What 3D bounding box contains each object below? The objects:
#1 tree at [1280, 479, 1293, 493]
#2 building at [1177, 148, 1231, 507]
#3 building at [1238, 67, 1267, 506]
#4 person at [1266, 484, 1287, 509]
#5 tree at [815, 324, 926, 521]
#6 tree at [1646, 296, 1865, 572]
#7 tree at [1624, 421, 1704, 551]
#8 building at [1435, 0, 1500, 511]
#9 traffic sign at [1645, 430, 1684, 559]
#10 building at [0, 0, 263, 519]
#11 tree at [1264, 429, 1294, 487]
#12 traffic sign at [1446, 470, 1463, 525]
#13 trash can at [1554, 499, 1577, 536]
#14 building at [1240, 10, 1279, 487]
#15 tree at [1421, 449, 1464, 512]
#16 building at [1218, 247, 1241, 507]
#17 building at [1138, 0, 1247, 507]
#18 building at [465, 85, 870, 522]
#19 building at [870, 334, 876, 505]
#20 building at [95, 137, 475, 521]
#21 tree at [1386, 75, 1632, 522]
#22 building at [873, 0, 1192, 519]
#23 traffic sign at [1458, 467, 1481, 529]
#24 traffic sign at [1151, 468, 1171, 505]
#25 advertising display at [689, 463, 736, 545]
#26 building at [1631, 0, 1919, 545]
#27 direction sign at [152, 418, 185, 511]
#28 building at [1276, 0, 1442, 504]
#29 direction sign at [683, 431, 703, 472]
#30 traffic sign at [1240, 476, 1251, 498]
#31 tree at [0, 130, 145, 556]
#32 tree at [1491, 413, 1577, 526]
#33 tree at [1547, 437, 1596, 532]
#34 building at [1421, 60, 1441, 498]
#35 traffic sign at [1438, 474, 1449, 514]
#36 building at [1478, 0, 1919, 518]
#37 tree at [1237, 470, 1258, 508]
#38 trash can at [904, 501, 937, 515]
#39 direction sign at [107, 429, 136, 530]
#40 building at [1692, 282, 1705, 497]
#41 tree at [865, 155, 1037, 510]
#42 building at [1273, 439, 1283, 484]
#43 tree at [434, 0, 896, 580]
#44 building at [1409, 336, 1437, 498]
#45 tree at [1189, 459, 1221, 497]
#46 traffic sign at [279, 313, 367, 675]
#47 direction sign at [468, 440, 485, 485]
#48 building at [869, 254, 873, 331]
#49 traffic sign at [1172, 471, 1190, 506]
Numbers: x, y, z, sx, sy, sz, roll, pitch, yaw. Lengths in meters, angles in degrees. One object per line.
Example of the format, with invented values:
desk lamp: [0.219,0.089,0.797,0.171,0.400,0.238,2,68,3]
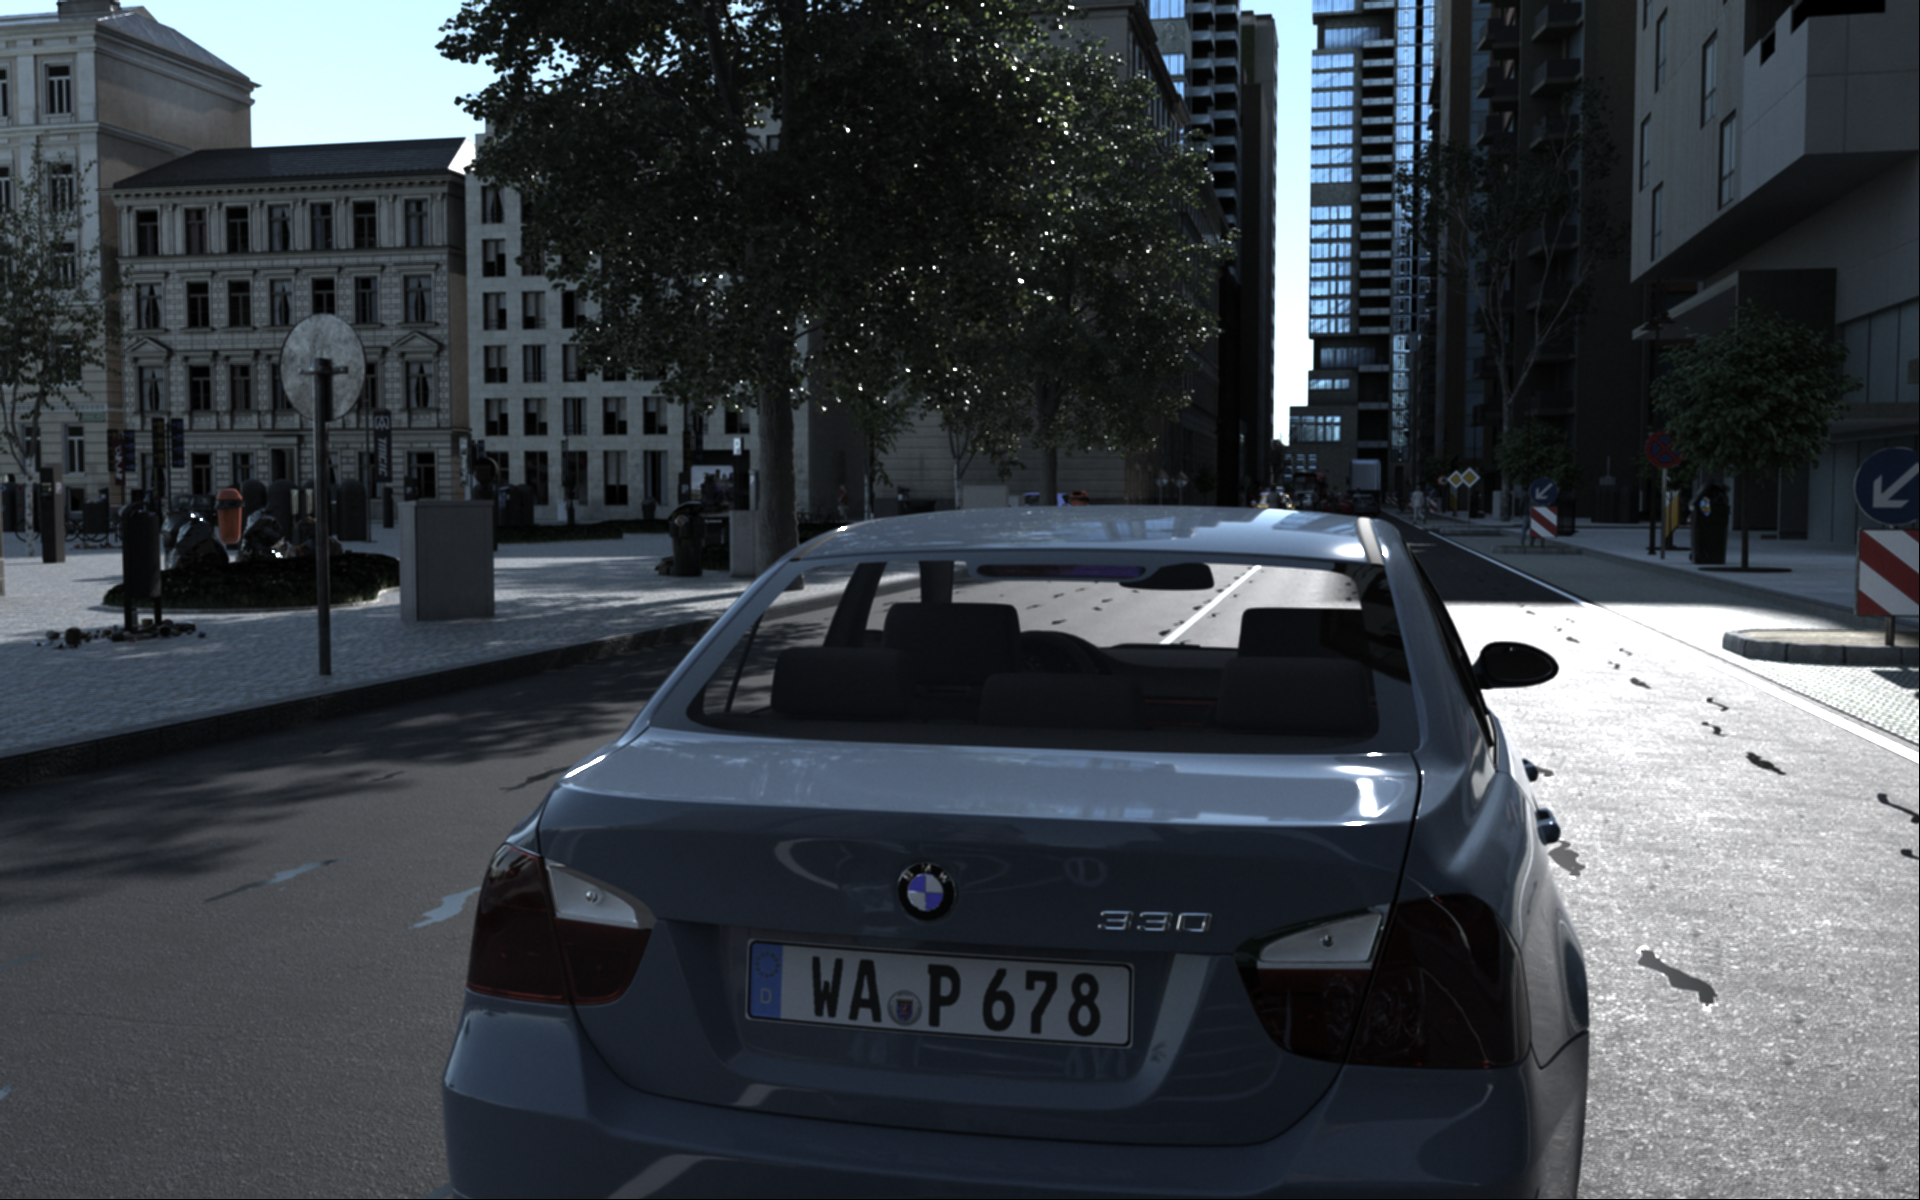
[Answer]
tree: [41.631,-13.818,220.528,1.663,3.219,1.824,0,3,0]
building: [8.893,-17.260,115.478,16.112,22.955,30.059,1,4,13]
building: [25.664,-32.839,187.026,14.600,45.320,14.200,1,4,13]
person: [10.840,-3.076,59.144,0.716,1.782,0.532,2,4,29]
tree: [-3.318,-7.059,65.774,4.737,8.622,4.395,0,3,0]
tree: [13.242,-2.764,28.910,4.285,4.588,4.351,0,3,0]
tree: [16.367,-2.753,39.613,1.663,3.219,1.824,0,3,0]
building: [44.885,-29.679,135.359,14.600,45.320,14.200,1,4,13]
traffic sign: [13.868,-2.079,34.105,0.768,2.556,0.104,1,4,14]
building: [-50.859,-18.872,94.469,20.117,28.700,13.634,1,4,13]
tree: [35.992,-15.096,197.175,4.360,8.622,3.978,0,3,0]
traffic sign: [20.507,-4.158,71.633,0.795,2.450,0.064,1,4,13]
trash can: [18.476,-2.524,52.917,0.748,1.137,0.748,0,3,0]
building: [24.405,-41.039,212.980,28.212,58.520,21.231,1,4,13]
tree: [35.253,-8.721,126.304,4.285,4.588,4.351,0,3,0]
building: [15.529,-18.824,137.453,12.332,23.373,15.834,1,4,13]
building: [16.576,-52.085,164.256,22.319,86.520,31.000,1,4,13]
building: [-13.934,-14.085,85.038,16.860,20.320,10.420,1,4,13]
building: [-4.106,-22.778,217.451,28.899,21.520,27.650,1,4,13]
building: [-32.021,-13.707,88.735,19.286,19.102,10.561,1,4,13]
tree: [26.319,-13.659,79.221,12.611,20.169,13.585,0,3,0]
building: [4.380,-17.783,88.021,12.463,27.353,25.104,1,4,13]
traffic sign: [18.764,-3.682,63.840,0.795,2.450,0.064,1,4,13]
traffic sign: [7.697,-3.834,66.327,0.795,2.450,0.064,1,4,13]
advertising display: [-5.194,-1.905,36.362,0.974,1.923,0.123,0,4,-2]
building: [33.729,-27.817,44.040,28.713,52.752,27.495,1,4,13]
direction sign: [-23.538,-3.642,51.546,0.876,3.537,0.379,-3,5,-39]
building: [59.690,-56.459,235.771,31.000,86.520,22.319,1,4,13]
direction sign: [-9.592,-4.299,62.283,0.379,3.537,0.876,3,5,43]
traffic sign: [20.286,-7.522,123.084,0.768,2.556,0.104,1,4,17]
tree: [-19.223,-5.223,35.766,4.360,8.622,3.978,0,3,0]
tree: [23.280,-5.290,70.204,4.285,4.588,4.351,0,3,0]
tree: [20.246,-3.891,58.222,1.663,3.219,1.824,0,3,0]
building: [57.685,-31.625,171.696,22.147,44.769,28.867,1,4,13]
traffic sign: [31.377,-6.869,112.417,0.768,2.556,0.104,1,4,14]
building: [42.807,-27.479,103.910,22.147,44.769,28.867,1,4,13]
tree: [22.893,-8.743,137.554,1.663,3.219,1.824,0,3,0]
trash can: [-0.855,-1.583,37.540,0.748,1.137,0.748,0,3,0]
direction sign: [-29.332,-4.198,60.641,0.876,3.537,0.379,-1,4,-16]
building: [48.972,-32.575,74.605,28.212,58.520,21.231,1,4,13]
tree: [-0.069,-5.342,37.708,4.360,8.622,3.978,0,3,0]
building: [31.822,-40.180,246.186,27.495,52.752,28.713,1,4,13]
tree: [-2.348,-7.104,22.812,9.857,13.997,8.962,0,3,0]
building: [67.003,-21.750,200.650,27.650,21.520,28.899,1,4,13]
tree: [13.448,-6.123,94.720,1.663,3.219,1.824,0,3,0]
traffic sign: [-4.509,-0.741,12.223,0.768,2.556,0.104,1,4,21]
direction sign: [-20.272,-4.935,72.690,0.876,3.537,0.379,2,4,29]
building: [-10.627,-36.595,252.947,28.867,44.769,22.147,1,4,13]
traffic sign: [9.440,-4.311,74.120,0.795,2.450,0.064,1,4,13]
